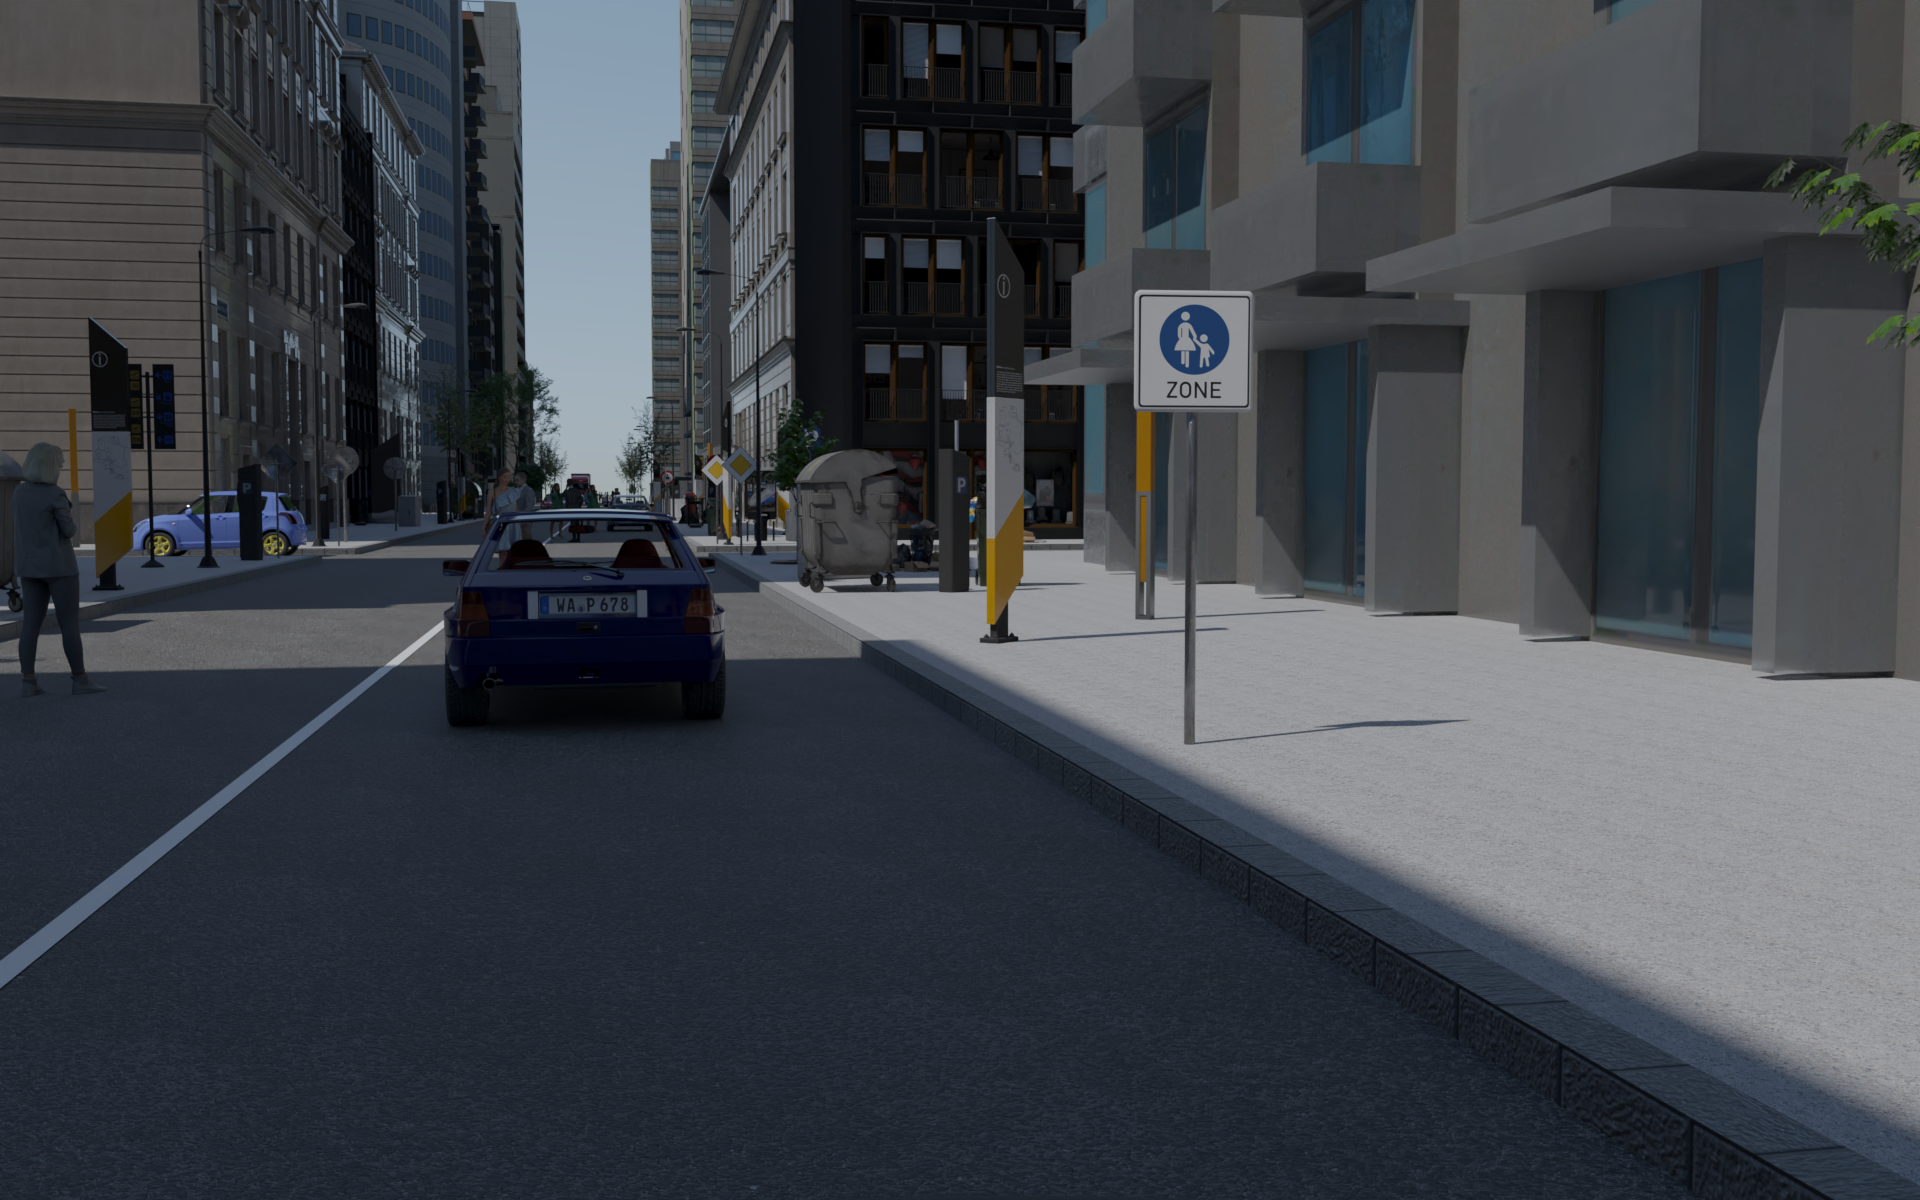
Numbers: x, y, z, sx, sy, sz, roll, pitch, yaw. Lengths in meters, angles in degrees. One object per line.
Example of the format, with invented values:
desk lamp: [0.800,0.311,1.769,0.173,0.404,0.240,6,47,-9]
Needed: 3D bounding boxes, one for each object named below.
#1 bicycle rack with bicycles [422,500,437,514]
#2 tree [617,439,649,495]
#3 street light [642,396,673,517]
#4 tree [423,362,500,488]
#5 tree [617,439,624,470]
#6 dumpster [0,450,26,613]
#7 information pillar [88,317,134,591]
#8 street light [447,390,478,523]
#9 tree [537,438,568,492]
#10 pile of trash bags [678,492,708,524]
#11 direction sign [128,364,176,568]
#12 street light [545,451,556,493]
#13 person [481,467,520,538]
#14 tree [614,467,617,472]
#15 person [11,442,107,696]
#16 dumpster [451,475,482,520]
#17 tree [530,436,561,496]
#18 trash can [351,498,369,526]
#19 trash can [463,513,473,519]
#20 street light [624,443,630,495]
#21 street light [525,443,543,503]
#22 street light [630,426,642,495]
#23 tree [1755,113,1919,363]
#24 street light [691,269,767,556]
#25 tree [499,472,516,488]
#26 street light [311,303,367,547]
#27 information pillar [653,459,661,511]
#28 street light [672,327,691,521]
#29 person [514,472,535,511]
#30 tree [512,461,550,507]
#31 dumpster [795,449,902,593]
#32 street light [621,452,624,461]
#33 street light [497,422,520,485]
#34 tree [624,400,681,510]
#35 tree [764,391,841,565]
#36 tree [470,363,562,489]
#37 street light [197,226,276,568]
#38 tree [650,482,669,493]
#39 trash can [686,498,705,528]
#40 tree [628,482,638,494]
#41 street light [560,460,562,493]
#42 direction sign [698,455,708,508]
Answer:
bicycle rack with bicycles: [-34.713,-6.075,112.716,2.852,0.926,2.925,-2,4,-34]
tree: [-43.516,-17.334,233.778,4.737,8.622,4.395,0,3,0]
street light: [-14.232,-6.731,82.590,1.470,5.913,1.316,-1,4,-12]
tree: [-27.709,-8.877,95.507,4.737,8.622,4.395,0,3,0]
tree: [-40.540,-16.182,214.940,4.360,8.622,3.978,0,3,0]
dumpster: [-10.579,-0.744,17.925,1.264,1.857,1.865,-1,4,-12]
information pillar: [-11.274,-1.935,22.984,0.504,3.616,0.183,0,4,-2]
street light: [-22.121,-6.387,76.976,1.470,5.913,1.316,-1,4,-12]
tree: [-53.399,-16.904,226.749,4.737,8.622,4.395,0,3,0]
pile of trash bags: [-11.288,-3.974,74.732,1.912,1.369,3.447,0,4,3]
direction sign: [-14.129,-2.337,30.205,0.876,3.537,0.379,0,4,-8]
street light: [-47.346,-13.928,200.266,1.470,5.913,1.316,-1,4,-12]
person: [-6.460,-0.968,24.427,0.616,1.811,0.778,-2,4,-28]
tree: [-48.697,-18.647,255.232,4.737,8.622,4.395,0,3,0]
person: [-6.530,-0.230,12.446,0.537,1.800,0.526,2,4,28]
dumpster: [-24.823,-5.161,86.868,1.502,2.255,1.985,-1,4,-12]
tree: [-51.960,-16.312,217.067,4.360,8.622,3.978,0,3,0]
trash can: [-24.382,-3.594,70.419,0.748,1.137,0.748,0,3,0]
trash can: [-25.266,-4.718,88.785,0.748,1.137,0.748,0,3,0]
street light: [-29.550,-11.302,157.330,1.470,5.913,1.316,-1,4,-12]
street light: [-37.442,-10.955,151.656,1.470,5.913,1.316,-1,4,-12]
street light: [-22.473,-9.206,123.054,1.470,5.913,1.316,-1,4,-12]
tree: [3.136,-0.585,4.166,1.663,3.219,1.824,0,3,0]
street light: [-4.746,-3.883,36.021,1.470,5.913,1.316,-1,4,-12]
tree: [-34.513,-8.367,131.409,1.663,3.219,1.824,0,3,0]
street light: [-15.118,-4.261,42.203,1.470,5.913,1.316,-1,4,-12]
information pillar: [-20.365,-7.643,116.319,0.504,3.616,0.183,-2,4,-34]
street light: [-7.199,-4.638,48.368,1.470,5.913,1.316,-1,4,-12]
person: [-7.551,-1.307,29.984,0.853,1.813,0.709,-3,5,-40]
tree: [-43.694,-11.865,177.712,4.285,4.588,4.351,0,3,0]
dumpster: [-1.493,-1.068,23.220,1.264,1.857,1.865,-1,4,-11]
street light: [-39.213,-14.238,205.325,1.470,5.913,1.316,-1,4,-12]
street light: [-30.443,-8.853,117.294,1.470,5.913,1.316,-1,4,-12]
tree: [-23.776,-11.268,134.600,4.360,8.622,3.978,0,3,0]
tree: [-3.061,-2.275,31.795,1.663,3.219,1.824,0,3,0]
tree: [-35.104,-12.916,136.935,9.928,11.665,9.643,0,3,0]
street light: [-12.567,-3.521,30.109,1.470,5.913,1.316,-1,4,-12]
tree: [-24.589,-8.944,140.833,1.663,3.219,1.824,0,3,0]
trash can: [-10.063,-3.318,65.905,0.748,1.137,0.748,0,3,0]
tree: [-47.097,-15.530,248.523,1.663,3.219,1.824,0,3,0]
street light: [-54.449,-16.040,234.790,1.470,5.913,1.316,-1,4,-12]
direction sign: [-14.873,-6.676,101.154,0.876,3.537,0.379,0,4,-2]
